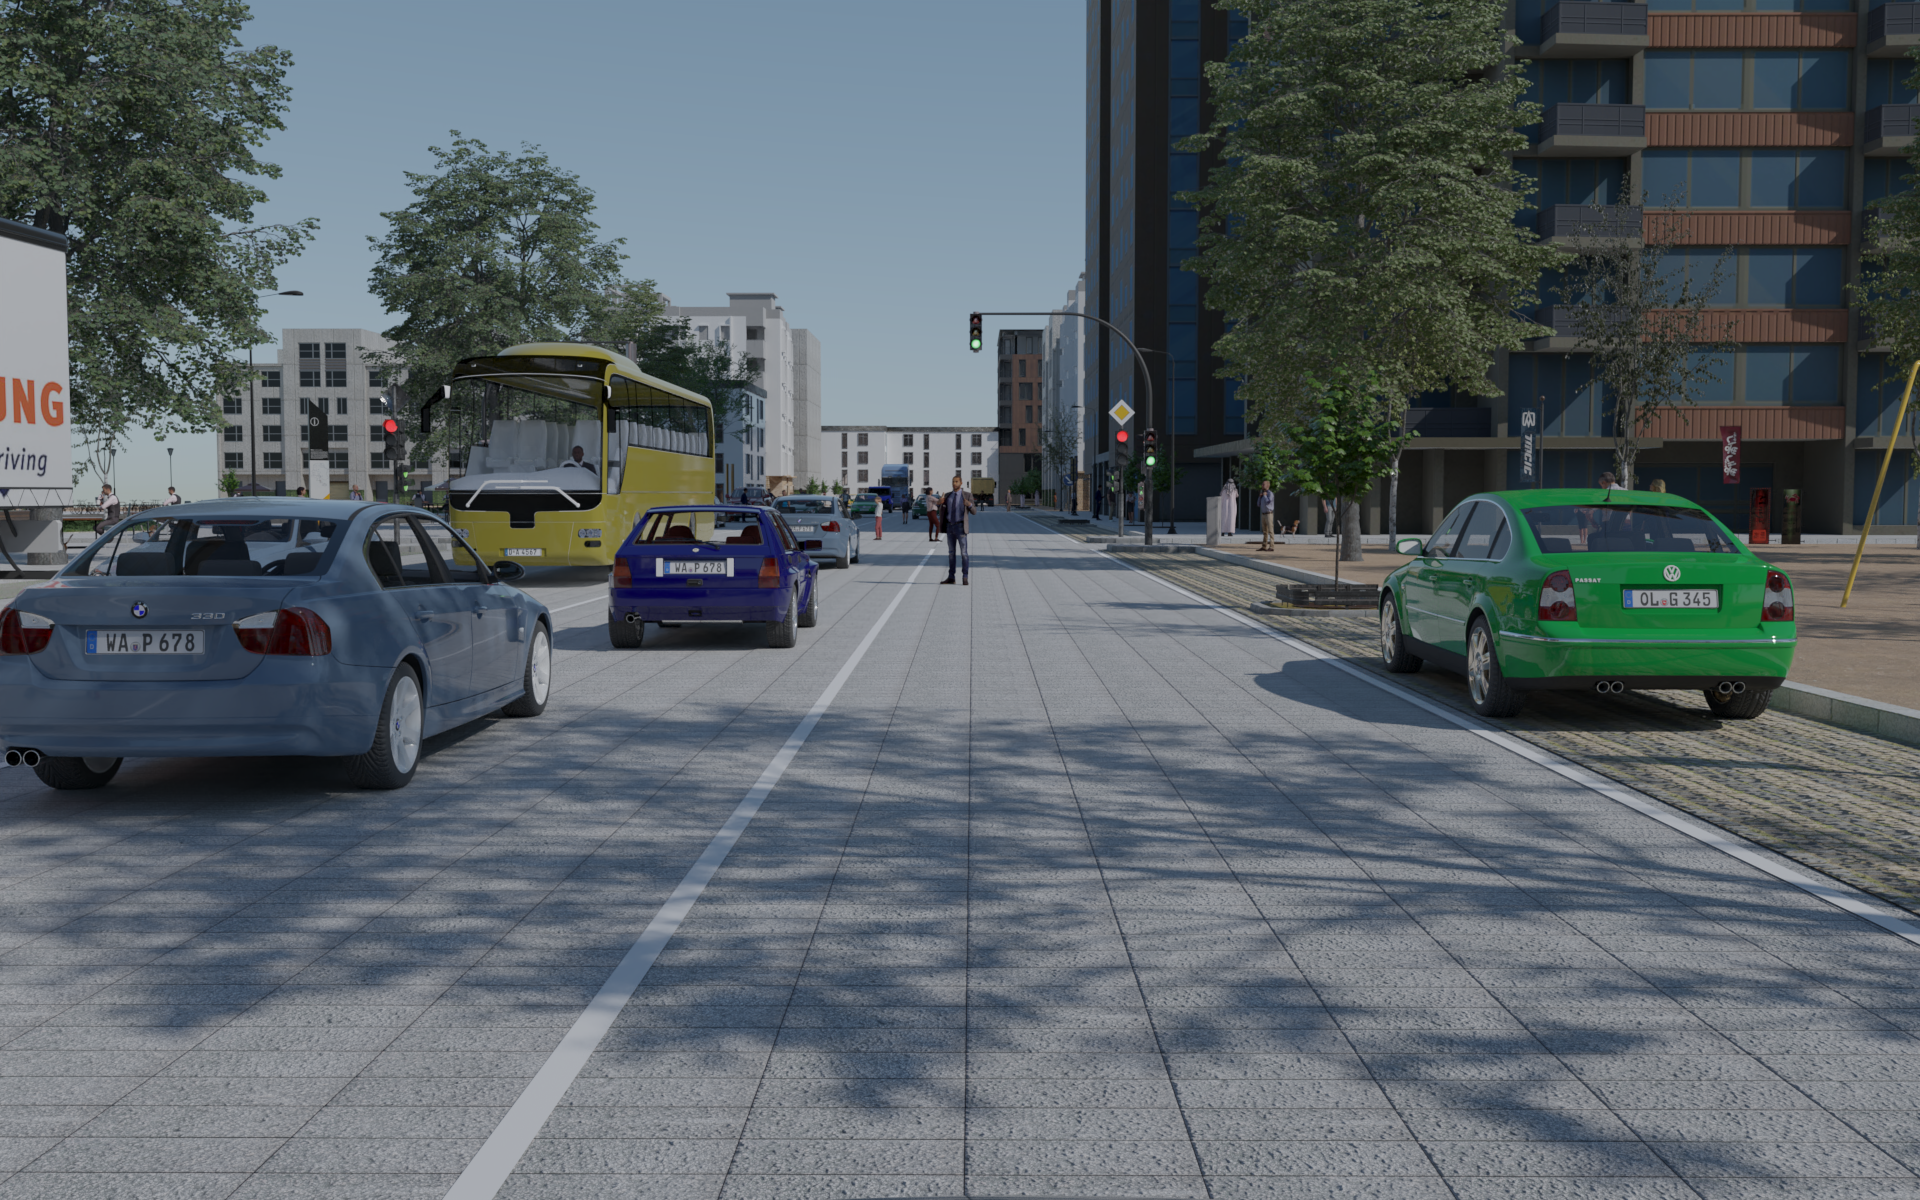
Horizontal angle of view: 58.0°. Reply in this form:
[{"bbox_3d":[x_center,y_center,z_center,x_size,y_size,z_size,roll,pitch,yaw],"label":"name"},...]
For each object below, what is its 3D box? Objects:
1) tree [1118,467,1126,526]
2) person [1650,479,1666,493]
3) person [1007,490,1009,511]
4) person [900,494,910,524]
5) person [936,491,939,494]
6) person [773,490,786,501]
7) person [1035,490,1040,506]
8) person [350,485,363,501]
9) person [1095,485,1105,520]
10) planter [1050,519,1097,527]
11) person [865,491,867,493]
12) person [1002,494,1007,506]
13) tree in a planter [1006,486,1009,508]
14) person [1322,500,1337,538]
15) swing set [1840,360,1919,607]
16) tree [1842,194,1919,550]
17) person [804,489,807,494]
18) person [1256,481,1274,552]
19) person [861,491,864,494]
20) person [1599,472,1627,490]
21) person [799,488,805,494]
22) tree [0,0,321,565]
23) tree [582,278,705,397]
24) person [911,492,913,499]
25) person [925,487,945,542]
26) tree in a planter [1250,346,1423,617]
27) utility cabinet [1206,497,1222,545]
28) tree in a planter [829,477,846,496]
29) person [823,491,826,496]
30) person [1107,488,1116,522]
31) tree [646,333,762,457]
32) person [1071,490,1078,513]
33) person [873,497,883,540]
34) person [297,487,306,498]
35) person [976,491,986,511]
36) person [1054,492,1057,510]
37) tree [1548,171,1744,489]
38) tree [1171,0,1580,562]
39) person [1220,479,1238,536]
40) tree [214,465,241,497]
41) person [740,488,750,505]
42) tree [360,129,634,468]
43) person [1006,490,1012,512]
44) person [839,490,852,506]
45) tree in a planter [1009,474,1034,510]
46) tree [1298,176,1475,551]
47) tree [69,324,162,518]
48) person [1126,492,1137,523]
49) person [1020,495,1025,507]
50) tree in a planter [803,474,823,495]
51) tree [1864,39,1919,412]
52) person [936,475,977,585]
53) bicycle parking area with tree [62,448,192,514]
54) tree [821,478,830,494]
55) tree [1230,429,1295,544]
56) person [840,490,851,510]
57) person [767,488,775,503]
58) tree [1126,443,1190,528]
[{"bbox_3d":[7.136,-4.593,69.689,1.663,3.219,1.824,0,3,0],"label":"tree"},{"bbox_3d":[10.911,-1.124,26.966,0.613,1.512,0.480,-1,4,-15],"label":"person"},{"bbox_3d":[4.157,-8.216,143.346,0.721,1.766,1.217,0,4,7],"label":"person"},{"bbox_3d":[-2.625,-4.301,82.049,0.421,1.427,0.697,-1,4,-16],"label":"person"},{"bbox_3d":[-2.338,-10.464,180.263,0.621,1.740,0.551,-2,4,-27],"label":"person"},{"bbox_3d":[-6.928,-3.491,67.450,0.647,1.594,0.662,-2,4,-23],"label":"person"},{"bbox_3d":[8.044,-10.681,181.338,0.621,1.740,0.551,1,4,21],"label":"person"},{"bbox_3d":[-18.548,-2.758,53.204,0.319,1.574,0.516,1,4,17],"label":"person"},{"bbox_3d":[6.833,-4.754,84.474,0.504,1.737,0.576,0,4,5],"label":"person"},{"bbox_3d":[4.988,-3.384,76.470,1.991,0.319,1.994,0,4,0],"label":"planter"},{"bbox_3d":[-10.794,-11.577,197.792,0.705,1.823,1.348,1,4,16],"label":"person"},{"bbox_3d":[5.389,-11.580,201.057,0.991,1.433,0.599,-1,4,-14],"label":"person"},{"bbox_3d":[5.776,-11.246,181.099,1.991,3.239,1.994,0,4,0],"label":"tree in a planter"},{"bbox_3d":[10.918,-2.740,50.976,0.598,1.807,0.434,-2,4,-30],"label":"person"},{"bbox_3d":[11.889,-1.321,19.212,2.862,2.851,3.119,-2,4,-32],"label":"swing set"},{"bbox_3d":[22.393,-5.462,39.662,4.737,8.622,4.395,0,3,0],"label":"tree"},{"bbox_3d":[-13.179,-8.464,146.901,1.348,1.822,0.705,3,5,41],"label":"person"},{"bbox_3d":[6.851,-1.876,38.774,0.319,1.574,0.516,-1,4,-14],"label":"person"},{"bbox_3d":[-10.141,-10.415,179.459,0.551,1.740,0.621,-2,4,-29],"label":"person"},{"bbox_3d":[8.067,-0.814,21.562,0.614,1.554,0.590,0,4,-2],"label":"person"},{"bbox_3d":[-8.293,-4.969,90.429,0.565,1.739,0.600,3,5,41],"label":"person"},{"bbox_3d":[-16.662,-7.603,30.966,9.857,13.997,8.962,0,3,0],"label":"tree"},{"bbox_3d":[-16.992,-10.571,90.960,7.486,12.596,7.792,0,3,0],"label":"tree"},{"bbox_3d":[-5.237,-11.122,191.809,0.415,1.643,0.593,-2,4,-31],"label":"person"},{"bbox_3d":[-0.743,-2.574,52.048,0.566,1.644,0.517,1,4,22],"label":"person"},{"bbox_3d":[4.570,-1.448,20.902,1.991,3.239,1.994,0,4,0],"label":"tree in a planter"},{"bbox_3d":[6.404,-1.993,43.740,0.306,1.237,1.020,1,4,13],"label":"utility cabinet"},{"bbox_3d":[-12.864,-11.223,180.709,1.991,3.239,1.994,0,4,0],"label":"tree in a planter"},{"bbox_3d":[-15.051,-11.275,191.862,0.593,1.643,0.415,2,4,34],"label":"person"},{"bbox_3d":[7.080,-4.540,80.399,0.434,1.807,0.598,3,5,45],"label":"person"},{"bbox_3d":[-16.782,-11.317,110.782,9.928,11.665,9.643,0,3,0],"label":"tree"},{"bbox_3d":[7.582,-6.547,115.297,0.590,1.554,0.614,-2,4,-26],"label":"person"},{"bbox_3d":[-2.573,-2.540,53.945,0.340,1.345,0.435,-1,4,-9],"label":"person"},{"bbox_3d":[-18.723,-2.434,49.758,0.566,1.644,0.517,1,4,12],"label":"person"},{"bbox_3d":[1.753,-8.146,142.513,0.721,1.723,1.217,-3,4,-38],"label":"person"},{"bbox_3d":[7.583,-7.839,137.465,0.557,1.426,1.065,0,4,1],"label":"person"},{"bbox_3d":[15.820,-5.512,40.484,4.360,8.622,3.978,0,3,0],"label":"tree"},{"bbox_3d":[7.617,-6.984,32.309,7.486,12.596,7.792,0,3,0],"label":"tree"},{"bbox_3d":[8.153,-2.798,52.454,0.551,1.740,0.621,0,4,-4],"label":"person"},{"bbox_3d":[-48.435,-7.375,115.183,1.663,3.219,1.824,0,3,0],"label":"tree"},{"bbox_3d":[-10.652,-4.707,86.162,0.504,1.737,0.576,0,4,-1],"label":"person"},{"bbox_3d":[-16.542,-9.511,62.162,9.857,13.997,8.962,0,3,0],"label":"tree"},{"bbox_3d":[3.997,-7.999,139.840,0.434,1.755,0.990,2,4,27],"label":"person"},{"bbox_3d":[-8.554,-7.319,128.679,1.217,1.766,0.721,2,4,26],"label":"person"},{"bbox_3d":[5.566,-9.579,153.840,1.991,3.239,1.994,0,4,0],"label":"tree in a planter"},{"bbox_3d":[9.757,-5.430,39.149,4.737,8.622,4.395,0,3,0],"label":"tree"},{"bbox_3d":[-32.090,-7.006,64.902,4.360,8.622,3.978,0,3,0],"label":"tree"},{"bbox_3d":[7.477,-4.088,76.065,0.628,1.438,0.799,-1,4,-20],"label":"person"},{"bbox_3d":[6.115,-9.720,168.096,0.551,1.740,0.621,1,4,13],"label":"person"},{"bbox_3d":[-13.062,-9.550,153.366,1.991,3.239,1.994,0,4,0],"label":"tree in a planter"},{"bbox_3d":[20.746,-6.978,32.220,7.486,12.596,7.792,0,3,0],"label":"tree"},{"bbox_3d":[-0.072,-1.098,27.270,0.655,1.722,0.431,2,4,31],"label":"person"},{"bbox_3d":[-51.360,-7.470,109.136,8.231,4.147,9.016,3,5,39],"label":"bicycle parking area with tree"},{"bbox_3d":[-16.076,-12.793,203.772,1.663,3.219,1.824,0,3,0],"label":"tree"},{"bbox_3d":[7.990,-3.063,44.683,1.663,3.219,1.824,0,3,0],"label":"tree"},{"bbox_3d":[-8.259,-7.071,124.830,0.841,1.734,0.376,-1,4,-13],"label":"person"},{"bbox_3d":[-11.167,-5.715,102.397,0.683,1.767,0.568,-2,4,-28],"label":"person"},{"bbox_3d":[7.607,-4.348,65.684,1.663,3.219,1.824,0,3,0],"label":"tree"}]
